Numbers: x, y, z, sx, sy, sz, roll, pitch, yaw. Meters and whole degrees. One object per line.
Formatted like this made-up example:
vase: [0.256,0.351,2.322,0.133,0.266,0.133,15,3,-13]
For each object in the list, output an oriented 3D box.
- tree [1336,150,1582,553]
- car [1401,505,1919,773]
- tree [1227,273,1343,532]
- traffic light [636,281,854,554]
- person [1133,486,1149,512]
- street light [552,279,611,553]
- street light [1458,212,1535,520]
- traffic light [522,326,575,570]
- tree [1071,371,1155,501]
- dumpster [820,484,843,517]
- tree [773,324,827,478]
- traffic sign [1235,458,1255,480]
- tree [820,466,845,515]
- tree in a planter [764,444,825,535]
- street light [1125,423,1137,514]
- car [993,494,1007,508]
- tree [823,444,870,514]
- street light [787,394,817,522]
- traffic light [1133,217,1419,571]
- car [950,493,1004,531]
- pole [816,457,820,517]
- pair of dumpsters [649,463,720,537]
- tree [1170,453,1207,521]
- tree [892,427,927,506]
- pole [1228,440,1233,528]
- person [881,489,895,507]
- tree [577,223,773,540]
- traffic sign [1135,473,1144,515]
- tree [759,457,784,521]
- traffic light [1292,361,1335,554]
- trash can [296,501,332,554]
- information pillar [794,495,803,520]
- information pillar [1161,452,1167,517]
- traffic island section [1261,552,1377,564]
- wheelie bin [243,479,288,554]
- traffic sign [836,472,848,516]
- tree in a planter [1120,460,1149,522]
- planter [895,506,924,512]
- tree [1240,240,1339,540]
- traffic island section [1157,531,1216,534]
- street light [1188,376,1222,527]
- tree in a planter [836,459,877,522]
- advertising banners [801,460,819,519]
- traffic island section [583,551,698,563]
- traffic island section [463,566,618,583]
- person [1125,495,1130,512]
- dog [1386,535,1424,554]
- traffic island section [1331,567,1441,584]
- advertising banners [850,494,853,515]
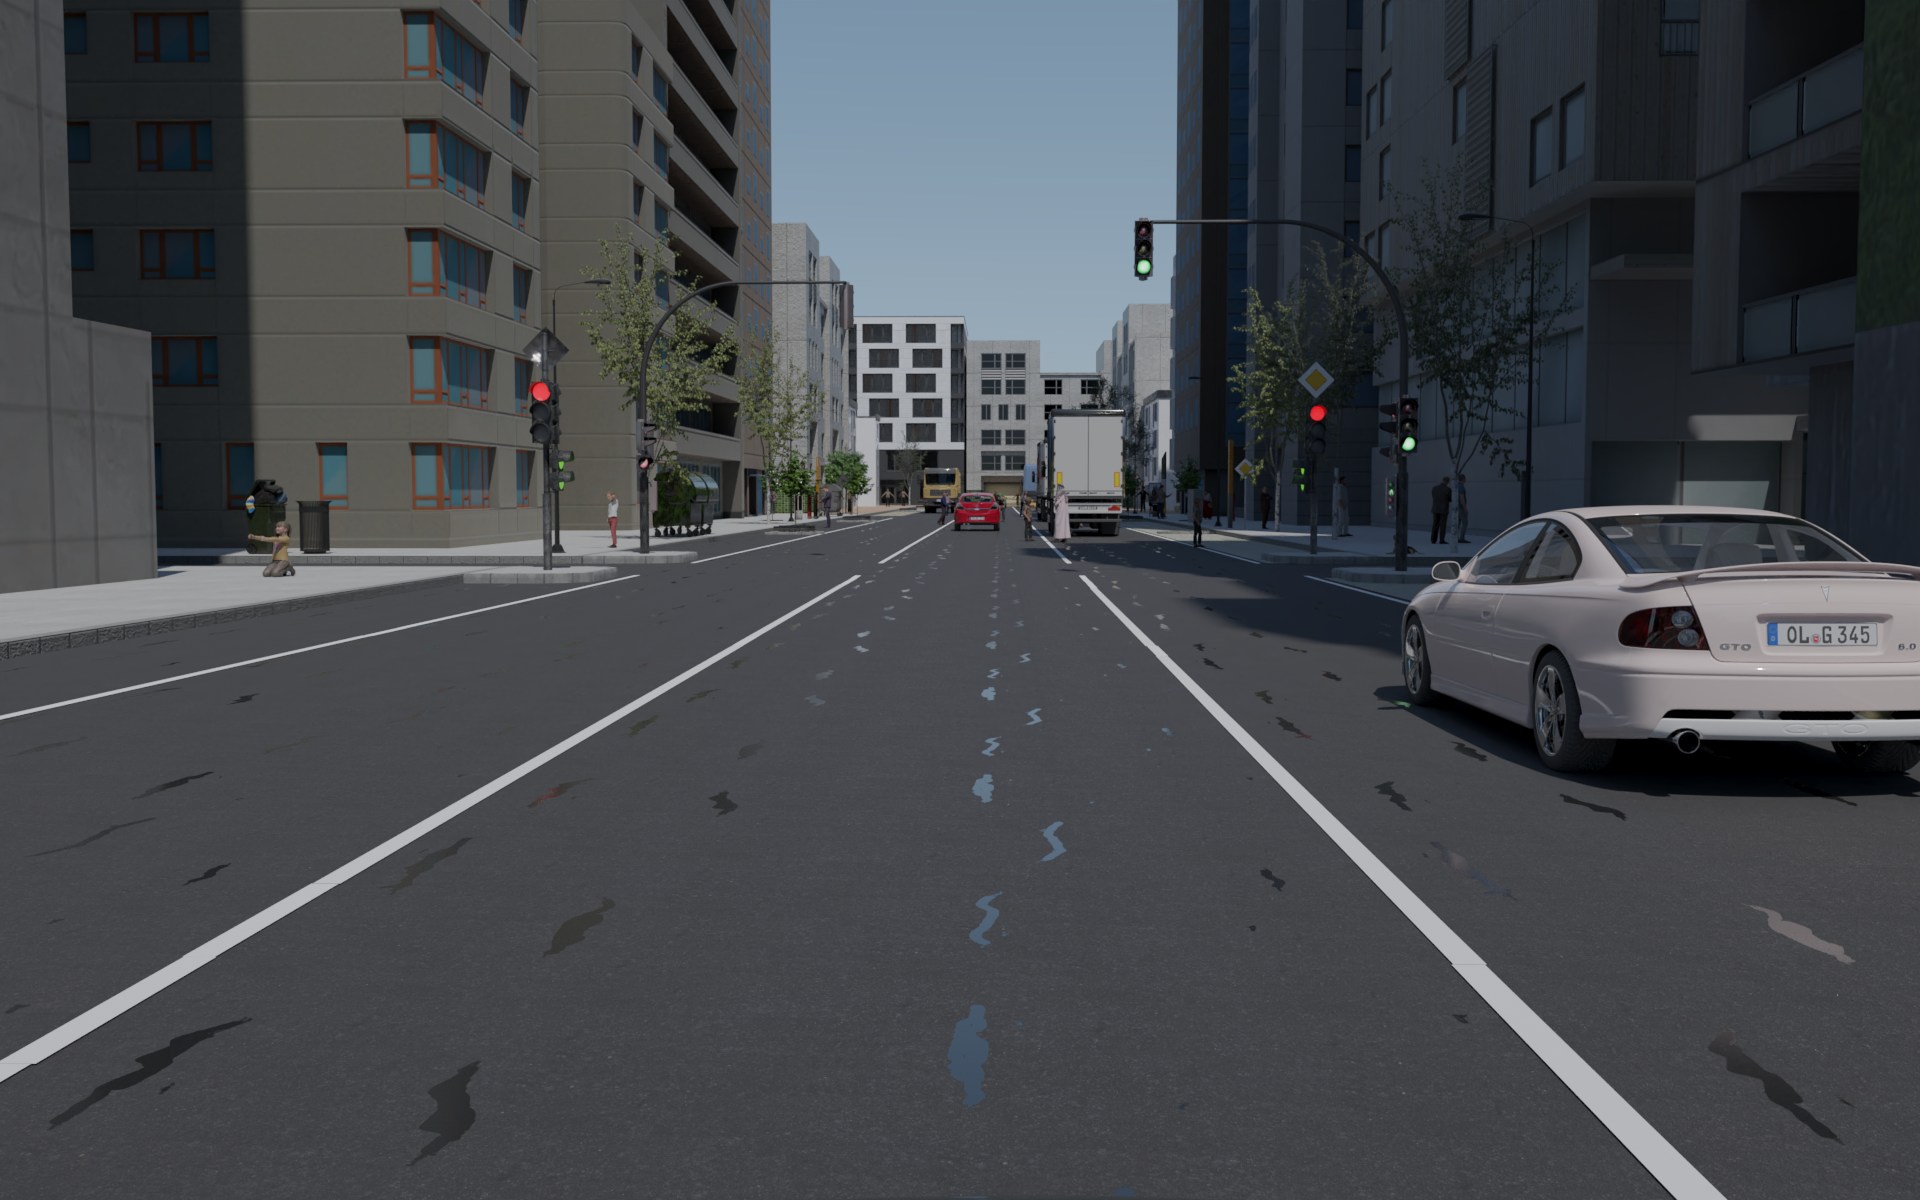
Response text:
tree: [10.827,-5.317,37.300,4.360,8.622,3.978,0,3,0]
car: [3.985,0.126,10.295,2.083,1.381,4.827,0,4,0]
tree: [10.892,-6.625,58.686,4.737,8.622,4.395,0,3,0]
traffic light: [-4.655,-3.816,37.060,4.771,5.953,1.251,0,4,1]
person: [12.851,-7.095,121.684,1.348,1.869,0.705,2,4,28]
street light: [-8.220,-3.972,37.486,1.470,5.913,1.316,0,4,1]
street light: [8.913,-3.437,28.731,1.470,5.913,1.316,0,4,1]
traffic light: [-6.932,-2.457,29.090,0.839,4.253,0.868,0,4,1]
tree: [11.421,-12.060,131.596,7.601,10.594,8.767,1,4,13]
dumpster: [-7.381,-5.697,98.912,1.264,1.857,1.865,0,4,1]
tree: [-7.921,-7.486,72.752,4.737,8.622,4.395,0,3,0]
traffic sign: [10.419,-3.878,63.140,0.795,2.593,0.064,1,4,9]
tree: [-8.056,-6.868,106.895,1.663,3.219,1.824,0,3,0]
tree in a planter: [-5.895,-3.961,61.979,1.991,3.239,1.994,0,4,1]
street light: [10.765,-8.521,111.855,1.470,5.913,1.316,0,4,1]
car: [3.917,-10.406,178.934,1.959,1.807,4.718,0,4,1]
tree: [-7.520,-7.953,113.738,4.285,4.588,4.351,0,3,0]
street light: [-7.286,-6.581,80.136,1.470,5.913,1.316,0,4,1]
traffic light: [5.233,-3.304,28.687,4.771,5.953,1.251,0,4,1]
car: [0.678,-3.631,68.401,2.155,1.783,4.494,0,4,1]
pole: [-7.771,-6.172,94.761,0.158,3.312,0.155,0,3,0]
pair of dumpsters: [-8.504,-3.108,53.302,1.574,2.255,4.437,0,4,1]
tree: [10.878,-5.356,82.177,1.663,3.219,1.824,0,3,0]
tree: [-5.540,-14.611,189.244,4.360,8.622,3.978,0,3,0]
pole: [10.208,-4.374,65.363,0.158,3.312,0.155,0,3,0]
person: [-7.154,-10.137,171.798,1.348,1.823,0.705,-1,4,-13]
tree: [-8.465,-5.953,47.698,4.737,8.622,4.395,0,3,0]
traffic sign: [11.033,-6.597,107.858,0.884,2.594,0.081,0,4,3]
tree: [-9.042,-5.383,82.618,1.663,3.219,1.824,0,3,0]
traffic light: [7.509,-2.926,36.763,0.839,4.253,0.868,0,4,1]
trash can: [-13.843,-1.559,37.140,0.748,1.137,0.748,0,3,0]
information pillar: [-8.090,-5.030,86.737,0.304,2.012,0.304,3,5,45]
information pillar: [11.259,-6.379,95.646,0.183,3.616,0.504,-1,4,-19]
traffic island section: [7.549,-0.893,36.876,2.009,0.180,2.903,0,4,1]
wheelie bin: [-14.824,-1.784,37.081,0.693,1.594,0.980,1,4,14]
traffic sign: [-6.997,-6.323,103.392,0.884,2.594,0.081,0,4,8]
tree in a planter: [8.762,-5.679,90.079,1.991,3.239,1.994,0,4,1]
planter: [-4.139,-7.207,138.975,1.991,0.319,1.994,0,4,1]
tree: [10.323,-6.001,48.477,4.360,8.622,3.978,0,3,0]
traffic island section: [8.134,-2.426,62.531,1.991,0.108,1.994,0,4,1]
street light: [9.690,-5.867,68.462,1.470,5.913,1.316,0,4,1]
tree in a planter: [-5.283,-5.608,88.915,1.991,3.239,1.994,0,4,1]
advertising banners: [-7.768,-5.702,89.418,0.090,3.025,2.074,-2,4,-29]
traffic island section: [-6.789,-0.913,37.208,2.009,0.180,2.903,0,4,1]
traffic island section: [-6.971,-0.425,29.225,2.009,0.180,2.903,0,4,1]
person: [12.184,-7.334,126.667,0.721,1.736,1.217,0,4,-7]
dog: [9.483,-1.169,36.854,0.748,0.427,0.550,2,4,31]
traffic island section: [7.366,-0.404,28.893,2.009,0.180,2.903,0,4,1]
advertising banners: [-6.664,-6.771,106.890,0.090,3.025,2.074,0,4,1]
